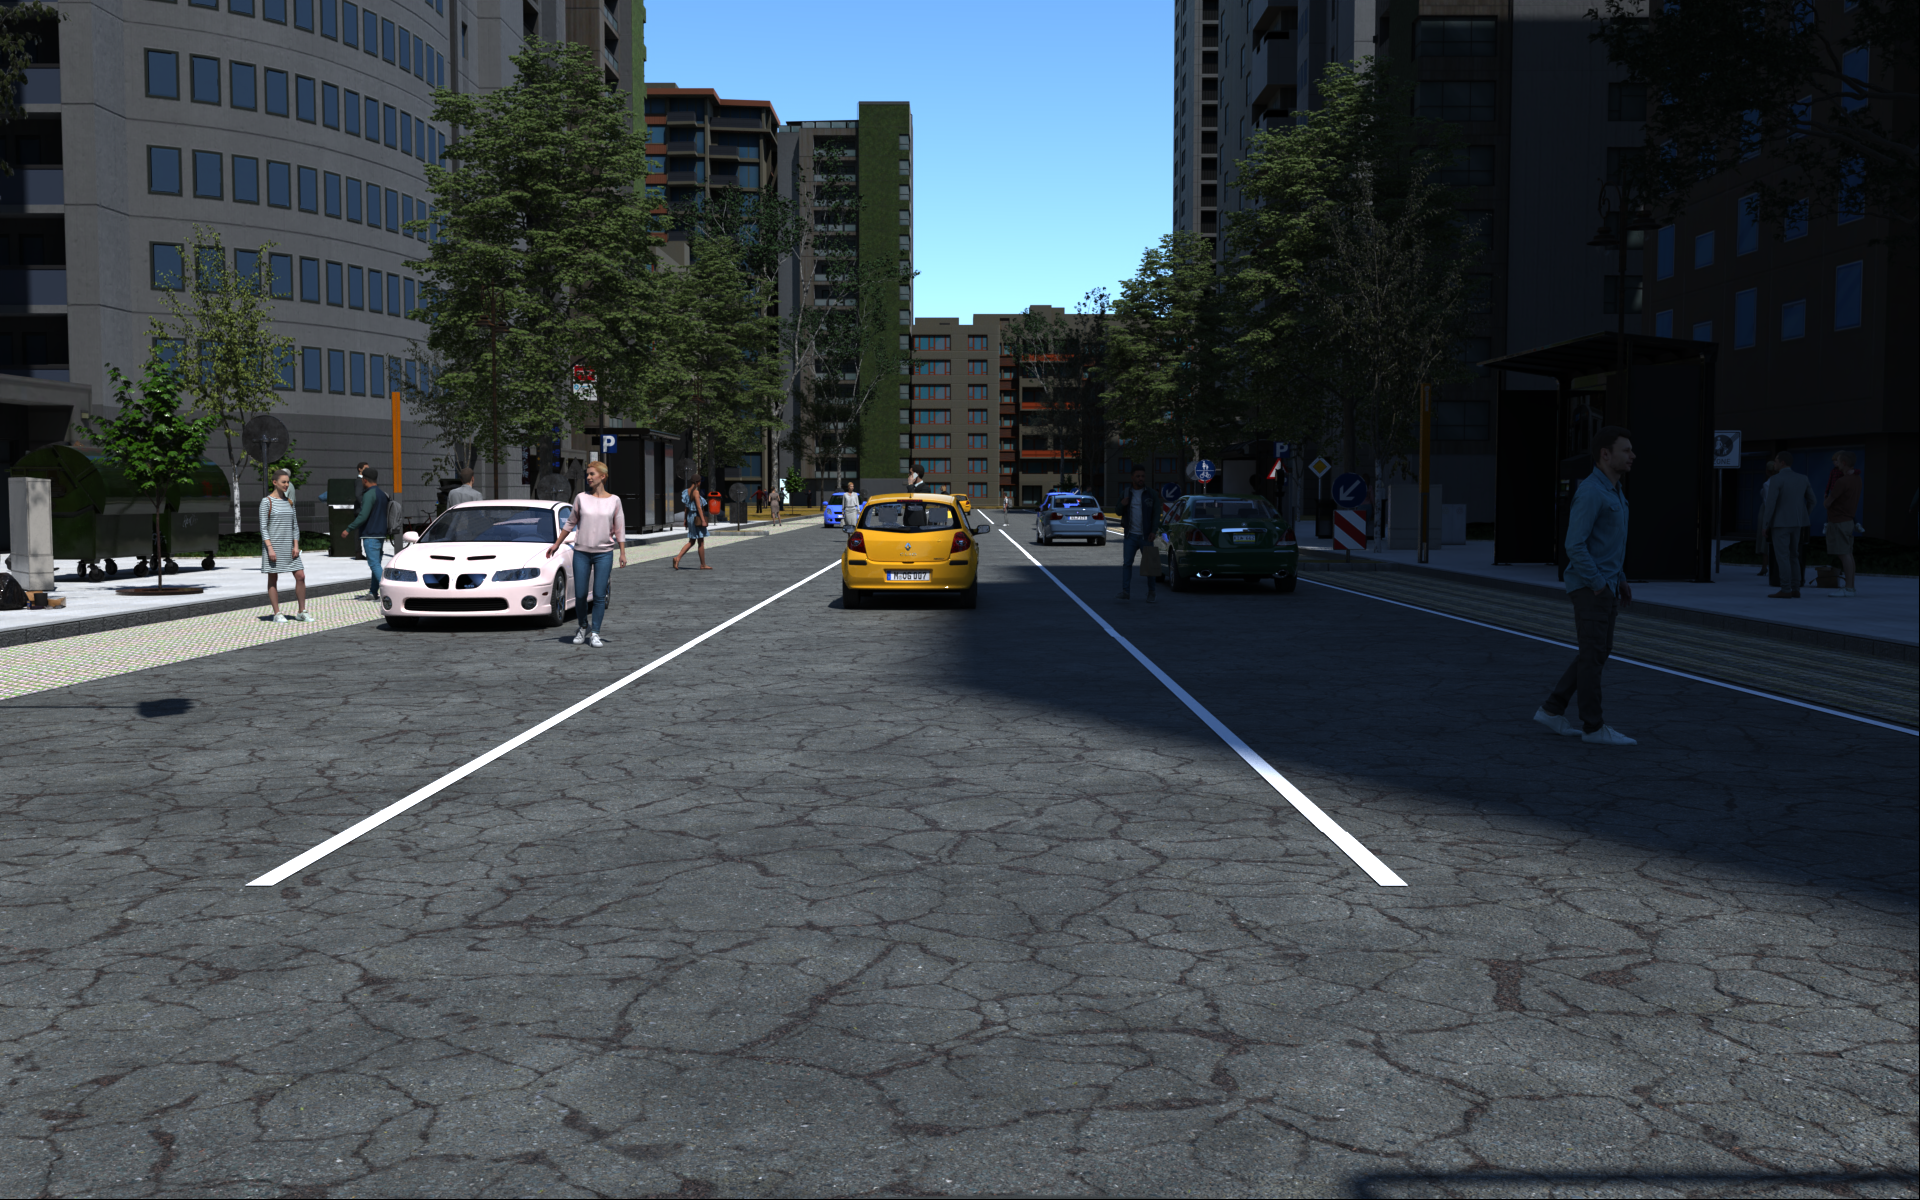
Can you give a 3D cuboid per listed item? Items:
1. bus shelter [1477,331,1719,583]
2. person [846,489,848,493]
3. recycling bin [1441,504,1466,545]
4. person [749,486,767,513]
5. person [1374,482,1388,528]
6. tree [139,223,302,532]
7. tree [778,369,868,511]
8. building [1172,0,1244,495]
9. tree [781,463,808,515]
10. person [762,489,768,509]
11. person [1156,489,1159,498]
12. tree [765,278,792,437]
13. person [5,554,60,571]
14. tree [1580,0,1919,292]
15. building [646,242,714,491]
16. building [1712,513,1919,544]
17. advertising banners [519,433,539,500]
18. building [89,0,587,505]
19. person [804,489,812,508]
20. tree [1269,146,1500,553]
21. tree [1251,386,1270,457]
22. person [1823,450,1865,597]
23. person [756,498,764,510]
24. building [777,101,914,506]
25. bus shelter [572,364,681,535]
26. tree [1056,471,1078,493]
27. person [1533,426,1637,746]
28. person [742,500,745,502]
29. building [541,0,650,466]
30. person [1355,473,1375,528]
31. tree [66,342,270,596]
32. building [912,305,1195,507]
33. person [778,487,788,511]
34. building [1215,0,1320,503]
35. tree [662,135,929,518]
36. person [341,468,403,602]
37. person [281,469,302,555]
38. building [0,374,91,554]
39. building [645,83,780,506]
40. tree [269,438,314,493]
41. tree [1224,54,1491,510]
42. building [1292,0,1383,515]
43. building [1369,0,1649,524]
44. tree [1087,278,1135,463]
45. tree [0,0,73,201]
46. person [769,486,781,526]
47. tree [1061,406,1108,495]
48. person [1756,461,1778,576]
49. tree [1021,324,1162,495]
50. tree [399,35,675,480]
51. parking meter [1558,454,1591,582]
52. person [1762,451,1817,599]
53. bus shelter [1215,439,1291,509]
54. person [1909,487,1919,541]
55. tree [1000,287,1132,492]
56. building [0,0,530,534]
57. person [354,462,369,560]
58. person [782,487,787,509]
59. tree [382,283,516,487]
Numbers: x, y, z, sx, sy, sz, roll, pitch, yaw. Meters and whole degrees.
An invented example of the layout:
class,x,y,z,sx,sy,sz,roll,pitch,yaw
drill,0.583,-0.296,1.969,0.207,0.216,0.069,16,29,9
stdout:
class,x,y,z,sx,sy,sz,roll,pitch,yaw
bus shelter,10.121,-2.249,28.061,1.731,3.624,6.357,0,4,0
person,-10.402,-9.291,158.641,0.721,1.739,1.217,3,4,38
recycling bin,12.376,-1.916,43.877,0.722,1.027,0.722,0,4,1
person,-13.471,-6.725,115.962,1.348,1.831,0.705,-3,4,-38
person,15.321,-3.492,63.327,0.709,1.800,0.728,-3,4,-39
tree,-19.796,-5.908,46.964,4.737,8.622,4.395,0,3,0
tree,-9.967,-11.855,128.241,7.601,10.594,8.767,-3,5,-43
building,34.415,-45.785,186.834,20.611,71.187,20.563,0,3,0
tree,-10.285,-6.824,106.178,1.663,3.219,1.824,0,3,0
person,-17.286,-8.956,152.918,0.568,1.767,0.683,1,4,17
person,16.438,-8.467,145.264,0.721,1.735,1.217,2,4,28
tree,-11.036,-9.660,76.060,7.486,12.596,7.792,0,3,0
person,-15.450,-1.383,28.760,0.850,1.850,0.679,0,4,-3
tree,9.274,-4.974,15.744,7.601,10.594,8.767,-2,4,-31
building,-35.540,-17.695,134.352,28.899,21.520,27.650,0,3,0
building,27.900,-24.171,45.300,14.600,45.320,14.200,0,3,0
advertising banners,-12.181,-3.311,50.316,0.090,3.025,2.074,1,4,21
building,-31.342,-39.959,91.587,20.563,71.187,20.611,0,3,0
person,-13.818,-9.199,157.250,0.742,1.727,0.445,0,4,-8
tree,9.334,-5.326,37.447,4.360,8.622,3.978,0,3,0
tree,15.636,-7.938,80.143,4.360,8.622,3.978,0,3,0
person,11.062,-0.959,21.696,0.573,1.828,0.580,0,4,-5
person,-16.277,-8.060,141.052,0.599,1.433,0.991,2,4,32
building,-11.970,-30.599,183.894,14.086,41.232,14.154,0,3,0
bus shelter,-10.843,-4.800,56.110,2.179,5.291,8.768,0,3,0
tree,9.367,-9.400,148.287,1.663,3.219,1.824,0,3,0
person,3.649,-0.095,10.072,0.620,1.820,0.660,2,4,30
person,-19.956,-9.392,159.620,0.705,1.821,1.348,1,4,18
building,-28.027,-26.069,109.816,14.154,41.232,14.086,0,3,0
person,10.539,-2.384,45.032,0.555,1.821,0.388,0,4,3
tree,-10.186,-1.686,22.160,1.663,3.219,1.824,0,3,0
building,9.525,-21.142,190.712,28.899,21.520,27.650,0,3,0
person,-13.617,-7.724,132.410,0.705,1.814,1.350,2,4,29
building,35.005,-33.245,132.794,28.713,52.752,27.495,0,3,0
tree,-8.934,-14.422,91.693,12.611,20.169,13.585,0,3,0
person,-7.756,-0.860,22.911,0.721,1.781,0.623,0,4,-5
person,-12.836,-1.628,33.154,0.515,1.767,0.782,-1,4,-10
building,-29.657,-36.335,32.337,20.563,71.187,20.611,0,3,0
building,-34.074,-32.587,187.428,28.867,44.769,22.147,0,3,0
tree,-19.865,-3.424,50.591,1.663,3.219,1.824,0,3,0
tree,10.077,-7.780,45.326,7.486,12.596,7.792,0,3,0
building,31.173,-34.407,104.552,21.231,58.520,28.212,0,3,0
building,25.126,-18.580,75.481,14.160,30.474,14.107,0,3,0
tree,9.257,-9.613,75.302,7.486,12.596,7.792,0,3,0
tree,-11.051,-4.094,17.292,4.360,8.622,3.978,0,3,0
person,-8.195,-4.151,76.701,0.599,1.781,0.374,-1,4,-17
tree,10.079,-11.741,142.333,4.360,8.622,3.978,0,3,0
person,12.695,-1.267,26.976,0.478,1.798,0.641,-1,4,-10
tree,9.557,-13.073,124.119,12.009,13.543,11.850,0,3,0
tree,-10.152,-7.653,43.252,7.486,12.596,7.792,0,3,0
parking meter,8.959,-1.197,25.278,0.399,1.863,0.255,-1,4,-21
person,10.197,-0.930,21.350,0.635,1.810,0.391,-2,4,-24
bus shelter,11.132,-4.420,66.199,2.014,3.302,5.546,0,4,0
person,21.875,-2.002,39.126,0.623,1.781,0.721,0,4,3
tree,10.684,-18.449,157.534,12.611,20.169,13.585,0,3,0
building,-30.528,-31.992,65.075,21.231,58.520,28.212,0,3,0
person,-11.534,-1.727,33.645,0.474,1.900,0.648,-2,4,-27
person,-14.648,-8.447,144.012,0.599,1.838,0.709,-1,4,-22
tree,-16.981,-6.624,58.660,4.360,8.622,3.978,0,3,0
